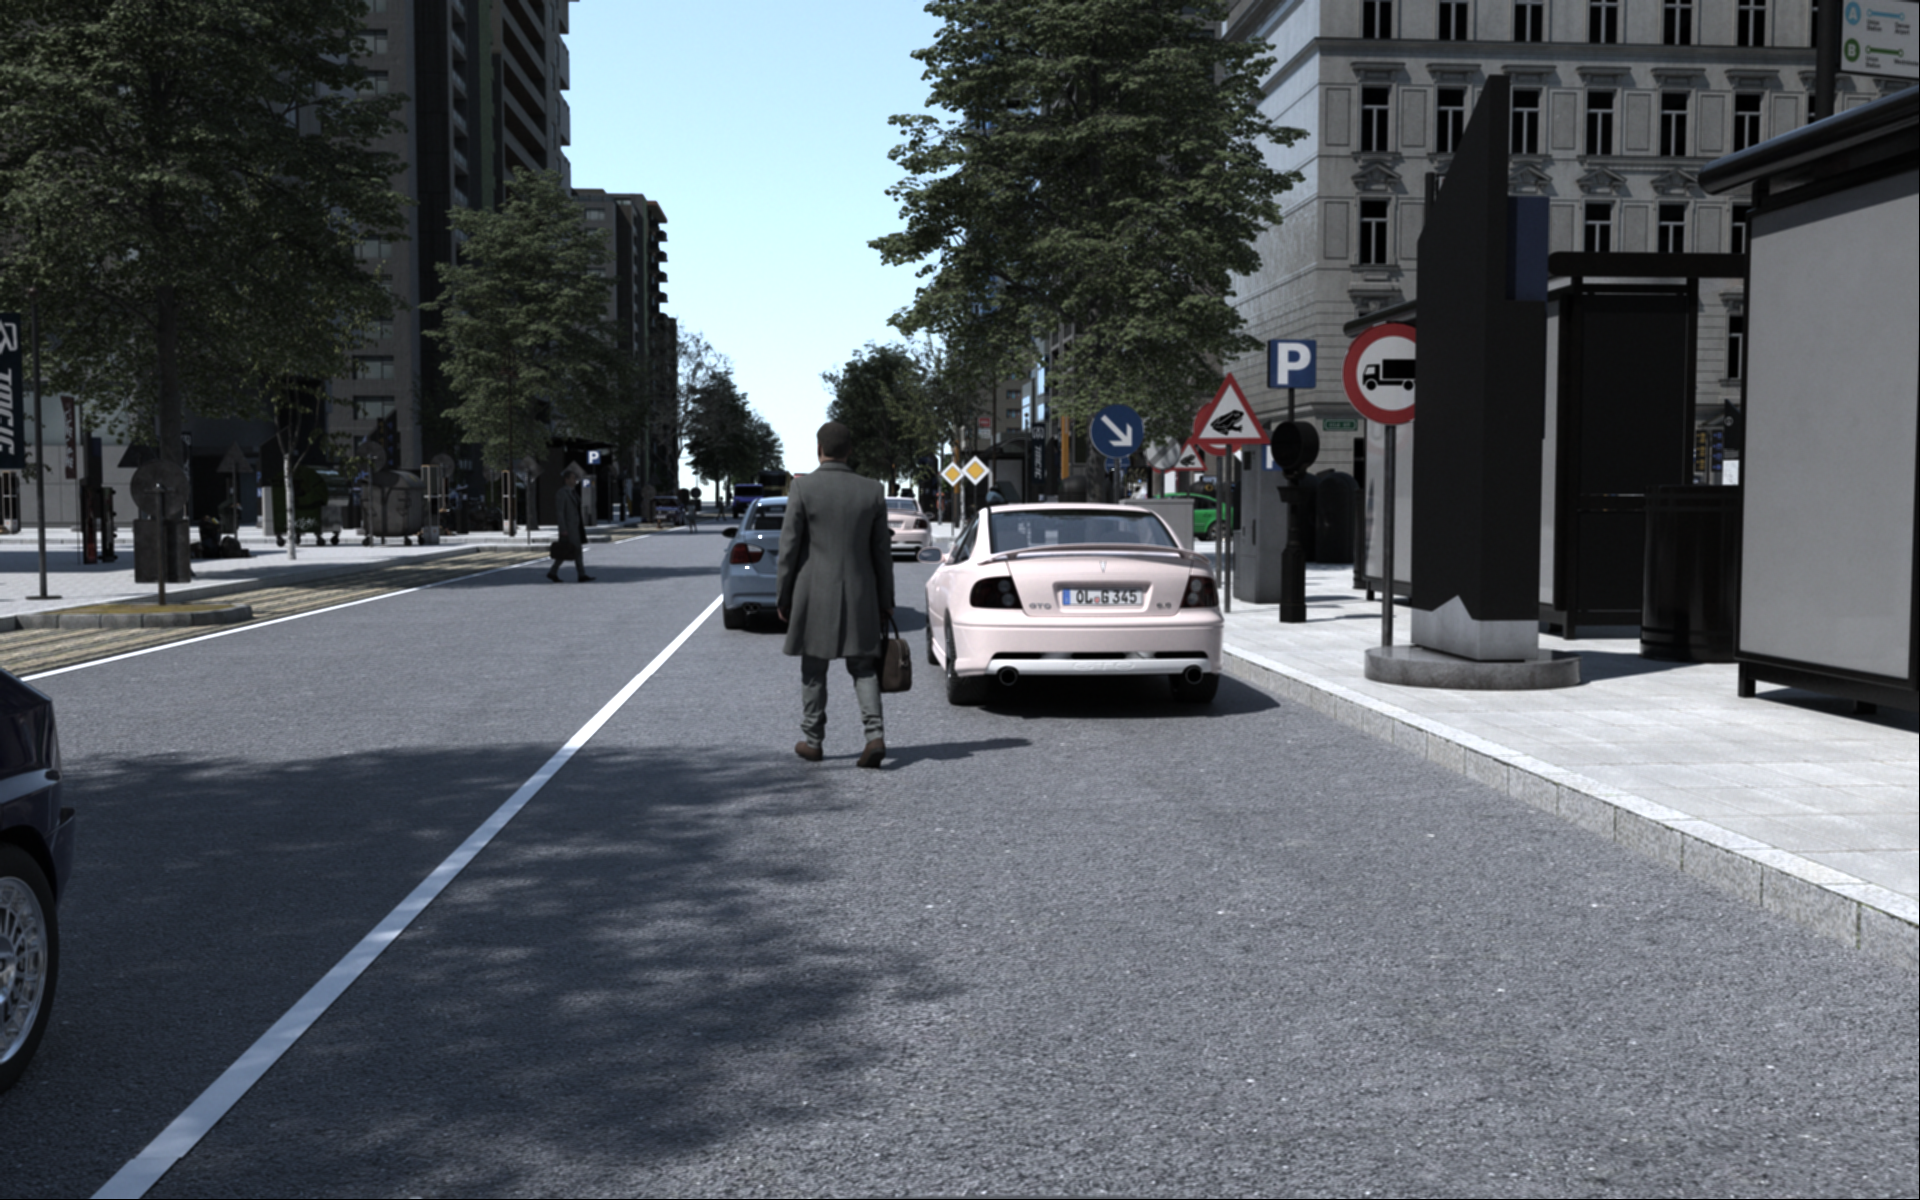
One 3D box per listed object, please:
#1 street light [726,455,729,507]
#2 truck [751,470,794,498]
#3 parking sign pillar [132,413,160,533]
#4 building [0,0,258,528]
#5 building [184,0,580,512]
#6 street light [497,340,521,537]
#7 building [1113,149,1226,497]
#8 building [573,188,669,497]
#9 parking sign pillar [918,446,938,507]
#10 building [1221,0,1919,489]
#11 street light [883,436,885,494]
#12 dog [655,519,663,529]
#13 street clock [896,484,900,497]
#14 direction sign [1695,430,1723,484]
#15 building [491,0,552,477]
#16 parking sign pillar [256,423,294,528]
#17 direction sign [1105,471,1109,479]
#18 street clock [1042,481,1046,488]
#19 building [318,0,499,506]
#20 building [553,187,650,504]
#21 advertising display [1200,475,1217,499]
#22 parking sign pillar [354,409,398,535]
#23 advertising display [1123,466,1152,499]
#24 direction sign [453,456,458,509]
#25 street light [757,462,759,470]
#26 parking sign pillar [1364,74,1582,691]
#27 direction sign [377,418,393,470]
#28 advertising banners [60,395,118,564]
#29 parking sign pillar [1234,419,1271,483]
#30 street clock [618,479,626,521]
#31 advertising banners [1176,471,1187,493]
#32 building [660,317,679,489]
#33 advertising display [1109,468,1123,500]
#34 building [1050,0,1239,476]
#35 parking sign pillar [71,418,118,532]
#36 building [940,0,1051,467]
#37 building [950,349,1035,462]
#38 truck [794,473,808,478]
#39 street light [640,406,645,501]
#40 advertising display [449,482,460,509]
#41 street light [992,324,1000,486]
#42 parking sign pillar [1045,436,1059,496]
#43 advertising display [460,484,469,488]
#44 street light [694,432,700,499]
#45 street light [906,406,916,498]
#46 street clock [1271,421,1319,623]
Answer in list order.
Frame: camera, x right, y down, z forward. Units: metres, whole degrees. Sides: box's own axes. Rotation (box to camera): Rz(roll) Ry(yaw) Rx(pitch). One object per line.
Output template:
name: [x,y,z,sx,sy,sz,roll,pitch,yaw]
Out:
street light: [-22.520,-11.861,166.720,0.468,5.910,1.993,0,4,-4]
truck: [-15.319,-9.003,143.120,3.469,3.379,9.791,0,4,-3]
parking sign pillar: [-27.014,-4.256,58.052,1.447,3.967,1.447,-2,4,-30]
building: [-42.975,-29.728,75.284,28.713,52.752,27.495,0,4,-4]
building: [-50.851,-34.866,159.299,28.713,52.752,27.495,0,4,-4]
street light: [-13.512,-4.849,52.061,0.468,5.910,1.993,0,4,-4]
building: [14.805,-15.778,108.886,10.553,20.767,40.483,0,4,-4]
building: [-53.907,-36.445,250.491,22.147,44.769,28.867,0,4,-4]
parking sign pillar: [-1.659,-6.253,90.701,1.447,3.967,1.447,-2,4,-34]
building: [34.633,-18.362,76.640,44.131,29.872,17.030,0,4,-4]
street light: [-5.531,-9.381,126.168,0.468,5.910,1.993,0,4,-4]
dog: [-12.376,-3.099,70.869,0.550,0.427,0.748,2,4,26]
street clock: [-4.412,-7.093,120.544,0.471,2.002,0.358,1,4,13]
direction sign: [26.330,-4.218,60.963,0.876,3.537,0.379,1,4,18]
building: [-44.589,-31.293,135.335,21.300,48.544,21.600,0,4,-4]
parking sign pillar: [-26.011,-4.730,65.802,1.447,3.967,1.447,3,5,42]
direction sign: [8.674,-6.864,104.221,0.379,3.537,0.876,3,5,42]
street clock: [3.683,-4.531,78.650,0.358,2.002,0.471,2,4,32]
building: [-39.210,-26.382,114.937,14.154,41.232,14.086,0,4,-4]
building: [-48.900,-33.336,228.644,14.154,41.232,14.086,0,4,-4]
advertising display: [8.666,-3.360,60.151,0.974,1.923,0.123,-3,5,-43]
parking sign pillar: [-18.265,-4.036,54.463,1.447,3.967,1.447,1,4,20]
advertising display: [4.125,-2.120,39.874,0.123,1.923,0.974,-2,4,-24]
direction sign: [-29.007,-6.588,99.703,0.379,3.537,0.876,0,4,-3]
street light: [-28.978,-16.910,249.270,0.468,5.910,1.993,0,4,-4]
parking sign pillar: [3.543,-1.432,11.891,1.447,3.967,1.447,0,4,-5]
direction sign: [-17.134,-3.651,51.693,0.379,3.537,0.876,1,4,10]
advertising banners: [-15.975,-2.176,31.760,0.090,3.025,2.074,0,4,-3]
parking sign pillar: [10.621,-4.550,62.865,1.447,3.967,1.447,1,4,15]
street clock: [-15.892,-4.700,81.420,0.358,2.002,0.471,0,4,3]
advertising banners: [8.884,-4.276,66.092,2.074,3.025,0.090,1,4,18]
building: [-52.008,-30.635,272.585,14.160,30.474,14.107,0,4,-4]
advertising display: [3.880,-2.304,42.891,0.123,1.923,0.974,1,4,22]
building: [17.092,-43.469,148.972,20.563,71.187,20.611,0,4,-4]
parking sign pillar: [-29.830,-4.348,59.554,1.447,3.967,1.447,-2,4,-32]
building: [9.064,-58.646,271.527,22.319,86.520,31.000,0,4,-4]
building: [13.446,-24.393,243.866,27.650,21.520,28.899,0,4,-4]
truck: [-21.279,-15.096,235.735,2.839,4.237,11.283,0,4,-3]
street light: [-16.579,-7.188,90.308,0.468,5.910,1.993,0,4,-4]
advertising display: [-27.248,-5.330,92.357,0.123,1.923,0.974,2,4,32]
street light: [0.881,-4.374,44.308,0.468,5.910,1.993,0,4,-4]
parking sign pillar: [4.207,-5.683,81.382,1.447,3.967,1.447,-1,4,-23]
advertising display: [-31.157,-6.293,108.106,0.974,1.923,0.123,-1,4,-20]
street light: [-19.480,-9.505,128.198,0.468,5.910,1.993,0,4,-4]
street light: [-2.499,-7.042,87.918,0.468,5.910,1.993,0,4,-4]
street clock: [3.328,-0.776,17.258,0.358,2.002,0.471,-2,4,-31]
